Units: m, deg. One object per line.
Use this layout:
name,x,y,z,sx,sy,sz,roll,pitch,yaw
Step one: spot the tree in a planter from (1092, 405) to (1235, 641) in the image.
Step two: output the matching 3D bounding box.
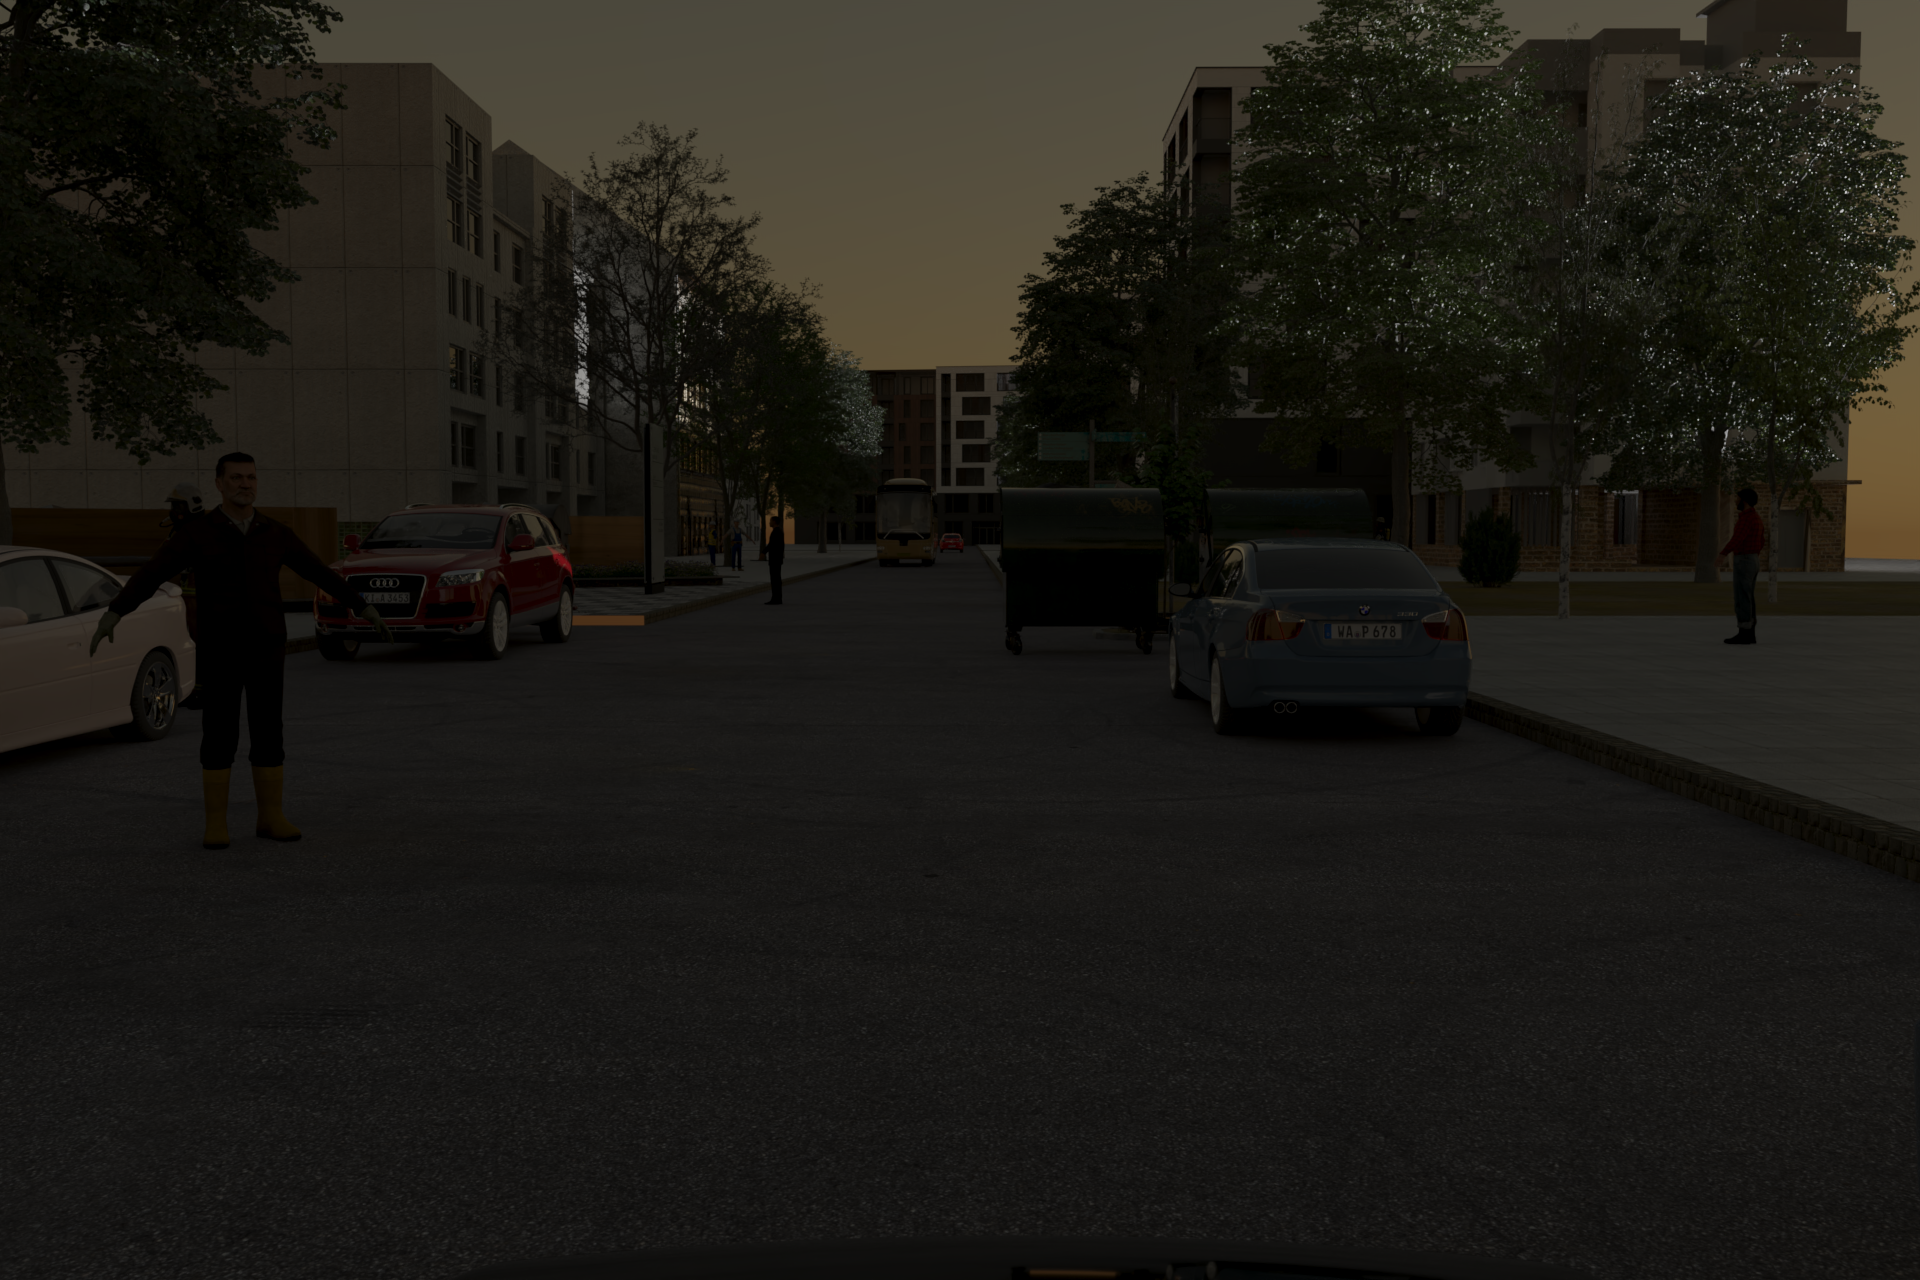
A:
tree in a planter,2.861,-1.642,24.072,1.991,3.239,1.994,0,4,1

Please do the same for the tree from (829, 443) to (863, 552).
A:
tree,-8.884,-10.778,126.583,4.737,8.622,4.395,0,3,0

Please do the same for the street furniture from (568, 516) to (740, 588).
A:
street furniture,-9.294,-2.252,43.677,11.010,1.723,9.812,-2,4,-32

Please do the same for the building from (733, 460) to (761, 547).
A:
building,-25.854,-14.924,186.155,9.099,9.664,28.070,0,4,0

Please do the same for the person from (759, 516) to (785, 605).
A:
person,-3.783,-1.625,35.252,0.704,1.802,1.346,1,4,11

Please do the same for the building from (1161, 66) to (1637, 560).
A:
building,24.443,-15.185,92.250,27.936,21.610,32.646,0,4,1

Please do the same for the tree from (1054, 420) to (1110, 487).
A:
tree,6.612,-8.681,92.300,4.737,8.622,4.395,0,3,0

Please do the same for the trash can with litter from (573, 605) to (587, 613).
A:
trash can with litter,-6.885,-1.094,28.938,1.678,1.210,2.233,0,4,1

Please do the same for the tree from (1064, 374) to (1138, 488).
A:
tree,6.046,-7.506,73.081,4.360,8.622,3.978,0,3,0

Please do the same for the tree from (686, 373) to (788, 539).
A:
tree,-9.931,-7.540,73.649,4.360,8.622,3.978,0,3,0

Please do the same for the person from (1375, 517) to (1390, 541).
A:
person,14.205,-3.231,58.607,0.705,1.856,1.354,2,4,23

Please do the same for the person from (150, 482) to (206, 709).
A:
person,-6.352,-0.368,14.241,1.354,1.858,0.705,2,4,29

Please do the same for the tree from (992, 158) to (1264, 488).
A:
tree,5.658,-9.377,59.969,9.857,13.997,8.962,0,3,0

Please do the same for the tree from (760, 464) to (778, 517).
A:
tree,-26.172,-17.360,218.249,7.601,10.594,8.767,0,4,-2

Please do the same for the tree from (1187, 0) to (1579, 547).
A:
tree,8.133,-7.040,33.234,7.486,12.596,7.792,0,3,0

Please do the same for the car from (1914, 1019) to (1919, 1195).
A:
car,2.609,0.657,1.268,2.014,1.417,4.499,0,4,0

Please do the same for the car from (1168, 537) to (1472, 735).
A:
car,2.699,-0.100,13.632,2.014,1.417,4.499,0,4,1

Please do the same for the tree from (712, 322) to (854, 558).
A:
tree,-9.454,-10.603,91.493,7.486,12.596,7.792,0,3,0

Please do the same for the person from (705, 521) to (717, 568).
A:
person,-9.479,-3.625,65.731,0.721,1.772,1.216,-2,4,-23

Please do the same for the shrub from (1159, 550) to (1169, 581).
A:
shrub,5.145,-2.153,46.323,1.383,1.207,1.383,0,3,0

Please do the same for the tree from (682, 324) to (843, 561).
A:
tree,-9.369,-9.531,81.591,9.928,11.665,9.643,0,3,0

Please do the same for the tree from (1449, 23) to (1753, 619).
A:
tree,8.911,-4.625,25.982,4.360,8.622,3.978,0,3,0

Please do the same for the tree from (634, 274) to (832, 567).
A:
tree,-8.983,-8.675,67.591,9.928,11.665,9.643,0,3,0

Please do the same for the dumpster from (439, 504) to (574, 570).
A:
dumpster,-6.619,-1.027,25.007,1.865,1.857,1.264,0,4,0

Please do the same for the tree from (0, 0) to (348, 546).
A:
tree,-12.848,-7.083,22.456,9.857,13.997,8.962,0,3,0

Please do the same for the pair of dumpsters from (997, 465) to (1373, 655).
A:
pair of dumpsters,2.662,-0.981,20.998,4.436,2.255,1.574,0,4,-1

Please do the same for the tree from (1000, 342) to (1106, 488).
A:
tree,6.235,-11.259,102.217,7.486,12.596,7.792,0,3,0

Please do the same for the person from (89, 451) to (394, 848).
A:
person,-3.320,0.035,8.029,1.346,1.812,0.704,-3,5,-39

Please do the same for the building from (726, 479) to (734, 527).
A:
building,-27.352,-18.382,156.966,16.016,20.090,11.380,0,4,1

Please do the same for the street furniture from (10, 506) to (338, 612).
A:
street furniture,-13.461,-1.452,30.593,9.812,1.723,11.010,-3,5,-43

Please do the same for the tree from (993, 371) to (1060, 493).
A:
tree,5.866,-12.127,116.407,7.486,12.596,7.792,0,3,0

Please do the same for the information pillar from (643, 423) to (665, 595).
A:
information pillar,-6.616,-2.821,37.437,0.184,3.620,1.656,0,4,-1

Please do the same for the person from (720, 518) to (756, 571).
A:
person,-7.743,-3.320,60.141,1.347,1.847,0.705,-2,4,-34

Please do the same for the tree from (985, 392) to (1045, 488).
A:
tree,6.691,-13.844,133.004,9.857,13.997,8.962,0,3,0

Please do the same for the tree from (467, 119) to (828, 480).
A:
tree,-9.061,-8.590,50.810,12.009,13.543,11.850,0,3,0

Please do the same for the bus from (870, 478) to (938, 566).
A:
bus,-2.389,-5.414,80.060,2.896,3.916,12.252,0,4,0

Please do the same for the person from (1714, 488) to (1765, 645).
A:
person,9.142,-0.863,20.225,0.704,1.816,1.345,3,5,41

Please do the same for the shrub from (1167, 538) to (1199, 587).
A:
shrub,5.538,-1.903,42.233,1.383,1.207,1.383,0,3,0

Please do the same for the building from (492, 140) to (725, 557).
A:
building,-25.000,-16.830,106.094,19.493,23.208,18.063,0,4,1

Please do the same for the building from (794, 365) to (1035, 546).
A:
building,-3.066,-23.065,223.546,32.646,21.610,27.936,1,4,8

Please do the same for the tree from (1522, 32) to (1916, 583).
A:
tree,19.697,-8.489,45.455,9.857,13.997,8.962,0,3,0

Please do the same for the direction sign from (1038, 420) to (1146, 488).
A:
direction sign,3.073,-3.131,39.953,2.525,3.948,1.411,0,4,1

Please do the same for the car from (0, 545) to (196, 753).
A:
car,-6.486,0.103,10.686,2.083,1.381,4.827,0,4,1

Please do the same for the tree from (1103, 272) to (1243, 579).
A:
tree,5.726,-6.046,49.212,4.360,8.622,3.978,0,3,0

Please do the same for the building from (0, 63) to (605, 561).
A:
building,-28.221,-13.127,81.077,16.747,18.905,31.486,0,4,0

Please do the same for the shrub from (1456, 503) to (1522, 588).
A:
shrub,12.732,-2.278,41.663,1.690,2.028,1.600,0,3,0

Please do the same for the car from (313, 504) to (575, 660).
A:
car,-6.209,-0.776,21.358,2.281,1.827,5.304,0,4,1

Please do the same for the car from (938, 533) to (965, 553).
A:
car,-0.655,-7.603,133.343,2.155,1.783,4.494,0,4,-1

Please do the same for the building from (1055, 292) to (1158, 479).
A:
building,22.485,-19.477,162.431,27.936,21.610,32.646,0,3,0

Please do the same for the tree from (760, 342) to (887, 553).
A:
tree,-9.324,-12.852,116.783,9.857,13.997,8.962,0,3,0

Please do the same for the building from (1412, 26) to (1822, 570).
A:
building,24.073,-13.118,70.907,16.016,20.090,11.380,0,4,0

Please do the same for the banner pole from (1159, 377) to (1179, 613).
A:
banner pole,3.391,-2.288,27.420,0.401,3.779,0.863,0,4,-1

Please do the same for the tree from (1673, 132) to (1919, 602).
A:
tree,15.483,-5.005,32.202,4.737,8.622,4.395,0,3,0
